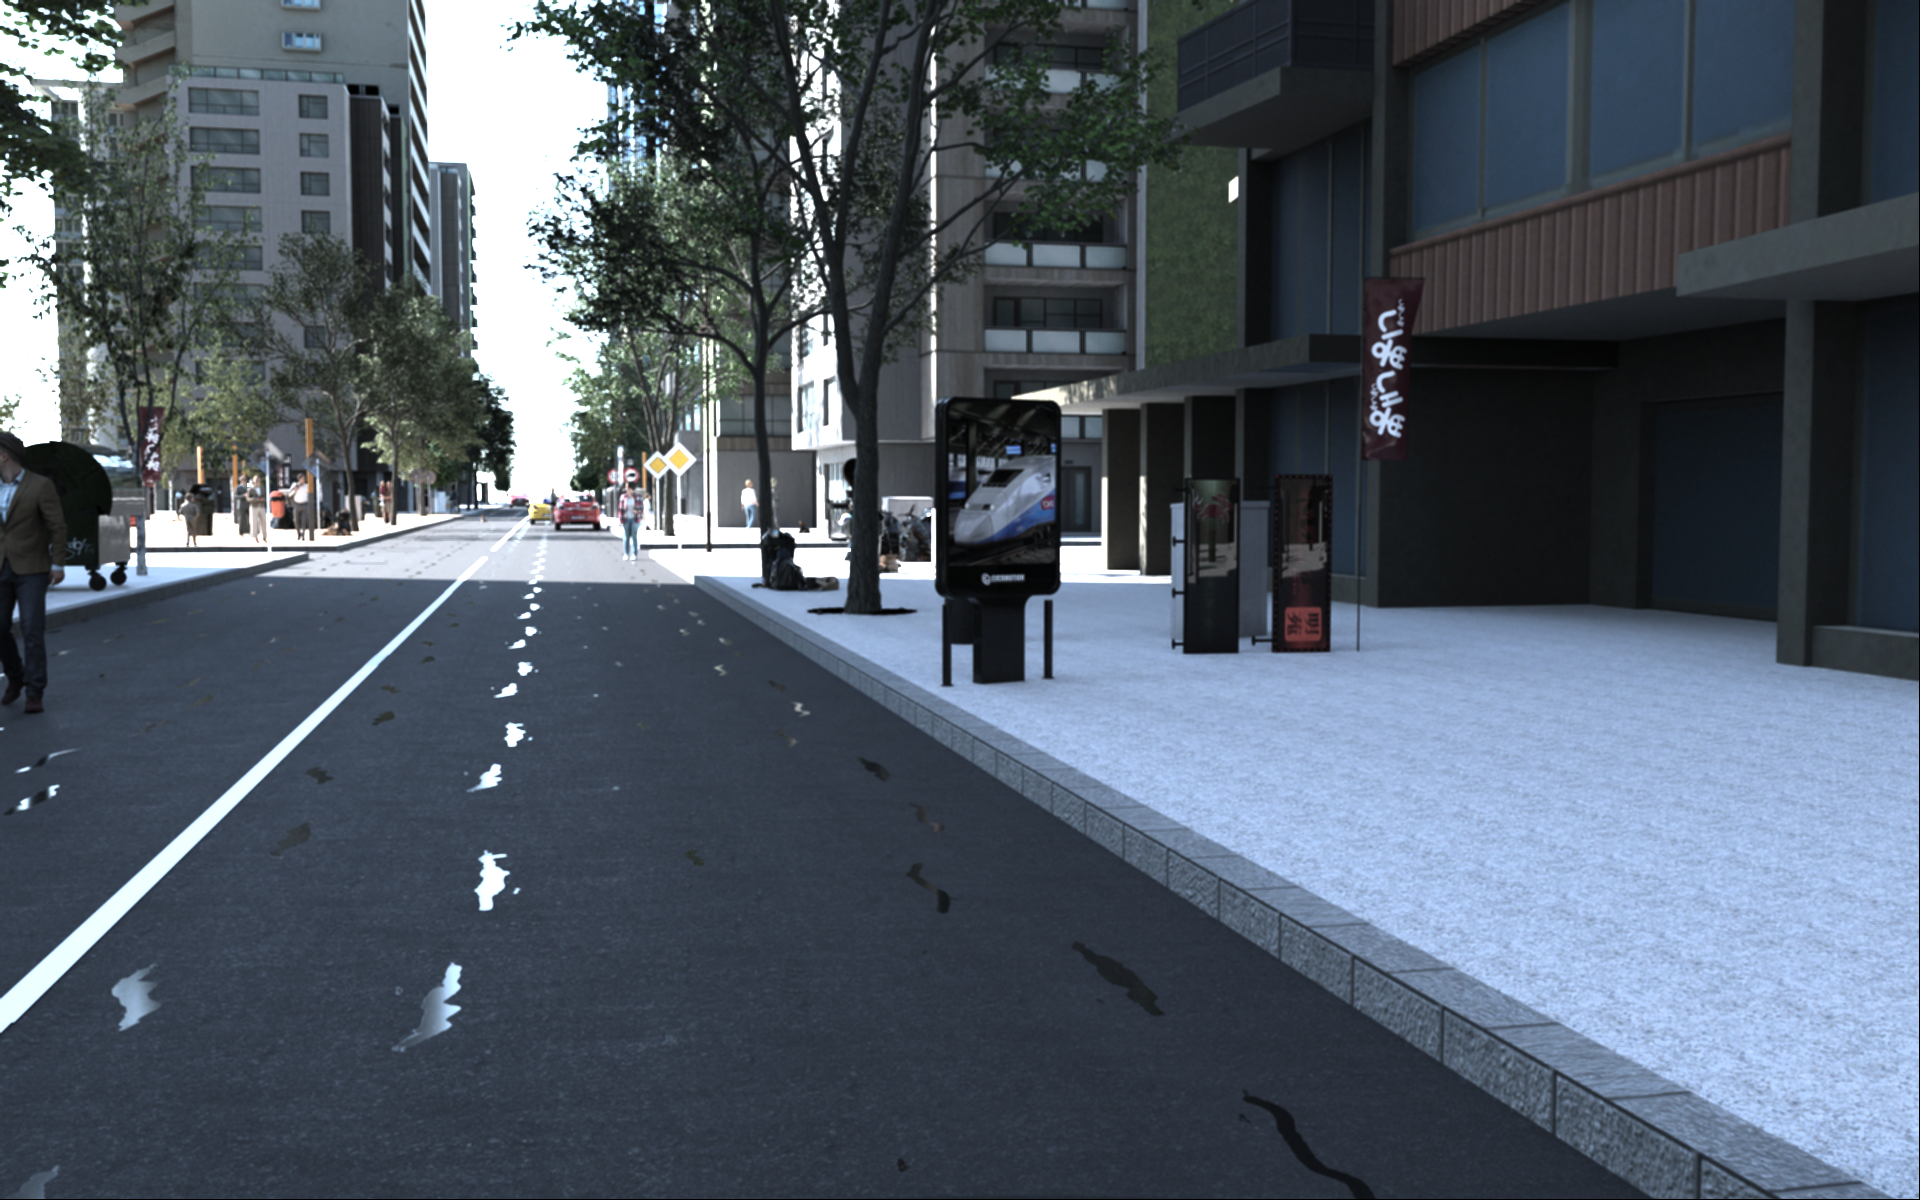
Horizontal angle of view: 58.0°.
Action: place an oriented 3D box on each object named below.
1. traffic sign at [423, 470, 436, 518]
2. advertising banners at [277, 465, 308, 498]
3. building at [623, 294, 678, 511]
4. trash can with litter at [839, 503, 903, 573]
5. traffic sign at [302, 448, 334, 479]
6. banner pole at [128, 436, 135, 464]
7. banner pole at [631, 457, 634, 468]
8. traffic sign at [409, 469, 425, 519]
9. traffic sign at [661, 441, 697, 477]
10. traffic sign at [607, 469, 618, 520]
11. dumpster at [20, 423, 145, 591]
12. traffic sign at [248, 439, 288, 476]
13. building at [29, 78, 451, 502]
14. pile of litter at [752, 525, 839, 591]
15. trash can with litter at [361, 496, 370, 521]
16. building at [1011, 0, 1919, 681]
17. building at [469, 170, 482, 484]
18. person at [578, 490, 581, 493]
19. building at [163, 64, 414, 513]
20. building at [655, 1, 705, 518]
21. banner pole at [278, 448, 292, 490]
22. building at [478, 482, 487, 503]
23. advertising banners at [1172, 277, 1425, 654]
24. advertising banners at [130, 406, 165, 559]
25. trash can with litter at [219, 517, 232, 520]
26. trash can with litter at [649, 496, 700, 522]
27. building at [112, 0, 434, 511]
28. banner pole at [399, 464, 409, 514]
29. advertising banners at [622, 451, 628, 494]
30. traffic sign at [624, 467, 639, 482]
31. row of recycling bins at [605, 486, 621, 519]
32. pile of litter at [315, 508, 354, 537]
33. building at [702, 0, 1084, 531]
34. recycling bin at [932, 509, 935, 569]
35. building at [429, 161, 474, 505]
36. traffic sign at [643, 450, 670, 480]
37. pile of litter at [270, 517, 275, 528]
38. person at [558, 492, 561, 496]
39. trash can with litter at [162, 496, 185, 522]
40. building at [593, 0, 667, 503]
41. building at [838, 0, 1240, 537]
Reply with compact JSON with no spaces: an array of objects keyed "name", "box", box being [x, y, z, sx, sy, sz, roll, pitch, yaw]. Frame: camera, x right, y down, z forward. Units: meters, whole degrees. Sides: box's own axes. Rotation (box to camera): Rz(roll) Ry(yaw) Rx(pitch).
[{"name":"traffic sign","box":[-28.464,-5.674,92.883,0.768,2.556,0.104,0,4,-6]},{"name":"advertising banners","box":[-40.316,-6.639,104.737,2.074,3.025,0.090,-3,5,-41]},{"name":"building","box":[-14.481,-18.637,149.761,27.650,21.520,28.899,-1,4,-13]},{"name":"trash can with litter","box":[-1.433,-1.030,28.233,0.624,1.170,1.055,2,4,32]},{"name":"traffic sign","box":[-16.402,-2.572,44.239,0.795,2.593,0.064,-1,4,-13]},{"name":"banner pole","box":[-35.449,-5.148,74.190,0.401,3.779,0.863,0,4,-8]},{"name":"banner pole","box":[-19.720,-6.908,102.963,0.863,3.779,0.401,-3,5,-41]},{"name":"traffic sign","box":[-27.485,-5.356,87.674,0.768,2.556,0.104,-1,4,-11]},{"name":"traffic sign","box":[-6.202,-2.215,38.407,0.795,2.593,0.064,-1,4,-13]},{"name":"traffic sign","box":[-17.274,-5.302,86.801,0.768,2.556,0.104,0,4,-5]},{"name":"dumpster","box":[-12.069,-1.283,23.471,1.502,2.255,1.985,-1,4,-13]},{"name":"traffic sign","box":[-14.573,-2.096,36.466,0.795,2.593,0.064,-1,4,-13]},{"name":"building","box":[-64.019,-28.554,158.743,32.217,40.220,23.993,-1,4,-13]},{"name":"pile of litter","box":[-2.232,-0.588,23.585,1.176,0.858,1.719,-1,4,-11]},{"name":"trash can with litter","box":[-28.580,-4.338,82.313,0.624,1.170,1.055,1,4,10]},{"name":"building","box":[14.628,-22.222,17.951,22.147,44.769,28.867,-1,4,-13]},{"name":"building","box":[-74.319,-34.927,225.687,22.147,44.769,28.867,-1,4,-13]},{"name":"person","box":[-46.195,-12.513,210.639,1.348,1.824,0.705,-3,4,-38]},{"name":"building","box":[-46.476,-21.393,121.475,14.160,30.474,14.107,-1,4,-13]},{"name":"building","box":[-6.173,-29.507,102.056,23.786,49.044,30.456,-1,4,-13]},{"name":"banner pole","box":[-37.116,-6.427,95.097,0.863,3.779,0.401,-2,4,-30]},{"name":"building","box":[-85.289,-34.157,250.353,32.217,40.220,23.993,-1,4,-13]},{"name":"advertising banners","box":[2.735,-1.086,13.947,2.074,3.025,0.090,0,4,-8]},{"name":"advertising banners","box":[-16.589,-2.312,33.987,0.090,3.025,2.074,3,5,42]},{"name":"trash can with litter","box":[-36.037,-4.596,86.197,1.678,1.210,2.233,2,4,29]},{"name":"trash can with litter","box":[-13.285,-4.225,80.129,2.233,1.210,1.678,1,4,9]},{"name":"building","box":[-53.865,-31.425,137.496,21.300,48.544,21.600,-1,4,-13]},{"name":"banner pole","box":[-36.624,-7.597,114.226,0.401,3.779,0.863,3,4,39]},{"name":"advertising banners","box":[-13.746,-4.585,71.158,0.090,3.025,2.074,0,4,-3]},{"name":"traffic sign","box":[-15.618,-5.025,82.262,0.768,2.556,0.104,0,4,-7]},{"name":"row of recycling bins","box":[-18.210,-5.189,91.957,1.069,1.692,3.534,-1,4,-20]},{"name":"pile of litter","box":[-19.097,-2.383,52.932,1.176,0.858,1.719,-1,4,-10]},{"name":"building","box":[-3.837,-23.744,71.806,14.154,41.232,14.086,-1,4,-13]},{"name":"recycling bin","box":[0.004,-1.057,29.833,0.722,1.027,0.722,-3,5,-41]},{"name":"building","box":[-65.552,-31.941,205.830,14.154,41.232,14.086,-1,4,-13]},{"name":"traffic sign","box":[-8.031,-2.691,46.180,0.795,2.593,0.064,-1,4,-13]},{"name":"pile of litter","box":[-25.475,-3.157,65.585,1.176,0.858,1.719,1,4,15]},{"name":"person","box":[-43.035,-10.779,186.209,0.415,1.643,0.593,2,4,33]},{"name":"trash can with litter","box":[-36.543,-4.294,81.266,1.678,1.210,2.233,-1,4,-20]},{"name":"building","box":[-44.156,-58.000,260.969,22.319,86.520,31.000,-1,4,-13]},{"name":"building","box":[2.195,-22.808,56.508,14.086,41.232,14.154,-1,4,-13]}]
